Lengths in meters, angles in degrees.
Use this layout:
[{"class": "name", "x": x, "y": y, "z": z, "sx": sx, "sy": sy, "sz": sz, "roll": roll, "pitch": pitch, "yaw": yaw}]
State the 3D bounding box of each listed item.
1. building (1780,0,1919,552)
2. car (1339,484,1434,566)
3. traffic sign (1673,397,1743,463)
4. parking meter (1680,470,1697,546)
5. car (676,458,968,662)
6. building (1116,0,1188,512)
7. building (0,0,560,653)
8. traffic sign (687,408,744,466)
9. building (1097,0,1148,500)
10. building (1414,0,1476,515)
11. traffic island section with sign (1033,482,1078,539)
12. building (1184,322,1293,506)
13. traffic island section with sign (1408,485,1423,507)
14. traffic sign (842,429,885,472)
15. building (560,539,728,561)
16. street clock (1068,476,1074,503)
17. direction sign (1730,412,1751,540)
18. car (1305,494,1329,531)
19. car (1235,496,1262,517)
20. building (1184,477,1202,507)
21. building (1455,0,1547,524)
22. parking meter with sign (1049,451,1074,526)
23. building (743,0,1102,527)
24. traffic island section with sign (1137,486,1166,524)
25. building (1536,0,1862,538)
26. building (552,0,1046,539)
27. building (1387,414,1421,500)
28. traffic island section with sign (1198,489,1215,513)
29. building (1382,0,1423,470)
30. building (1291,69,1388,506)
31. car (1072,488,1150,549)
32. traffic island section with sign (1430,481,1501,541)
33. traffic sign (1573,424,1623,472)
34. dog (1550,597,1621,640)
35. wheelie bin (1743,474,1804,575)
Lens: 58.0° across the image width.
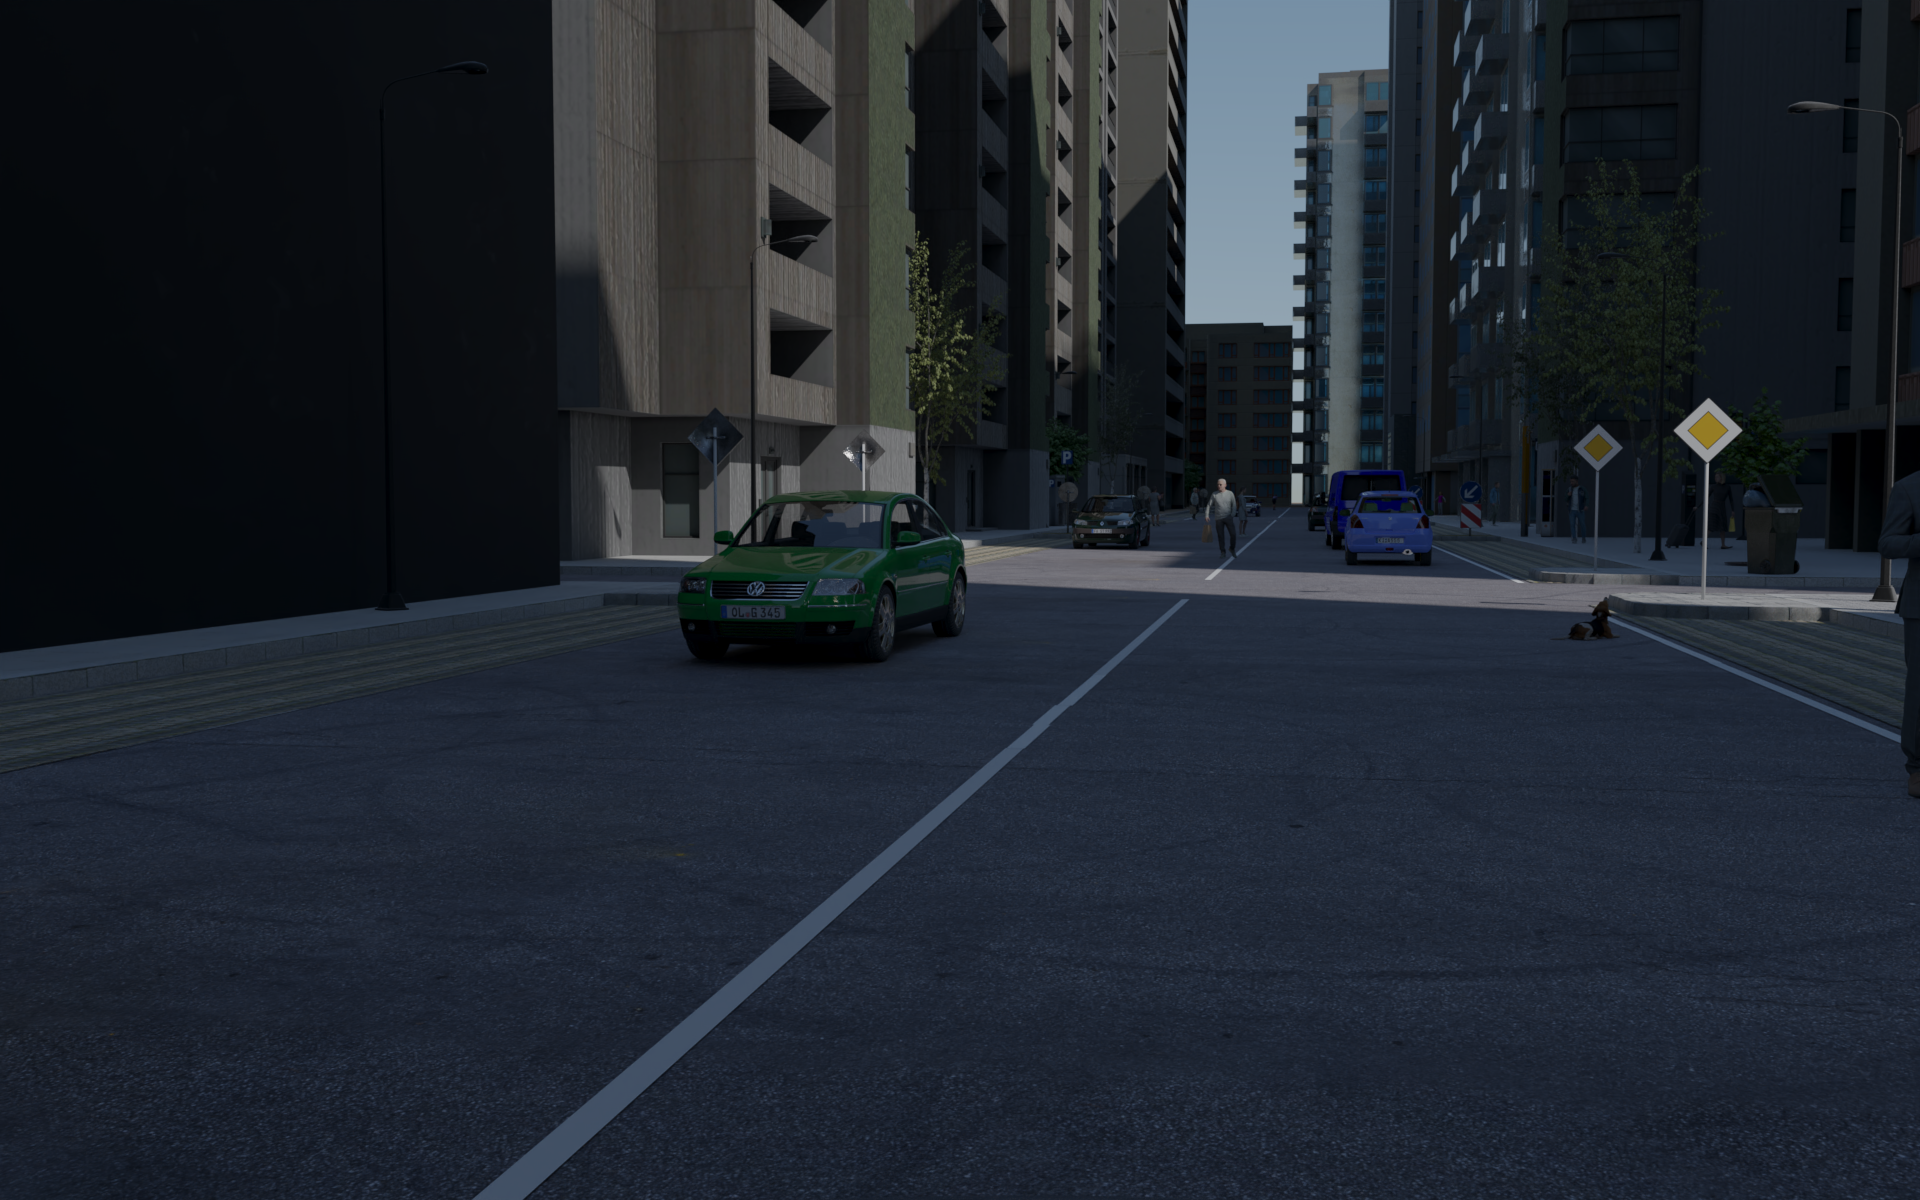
[{"class": "building", "x": 32.684, "y": -23.151, "z": 33.149, "sx": 28.867, "sy": 44.769, "sz": 22.147, "roll": 1, "pitch": 4, "yaw": 11}, {"class": "car", "x": 8.868, "y": -1.614, "z": 35.979, "sx": 1.945, "sy": 1.707, "sz": 3.694, "roll": 1, "pitch": 4, "yaw": 12}, {"class": "traffic sign", "x": 9.035, "y": -1.146, "z": 20.928, "sx": 0.795, "sy": 2.593, "sz": 0.064, "roll": 1, "pitch": 4, "yaw": 11}, {"class": "parking meter", "x": 17.912, "y": -2.256, "z": 42.590, "sx": 0.255, "sy": 1.863, "sz": 0.399, "roll": 0, "pitch": 4, "yaw": 5}, {"class": "car", "x": -1.161, "y": -0.458, "z": 16.292, "sx": 1.959, "sy": 1.807, "sz": 4.718, "roll": 1, "pitch": 4, "yaw": 13}, {"class": "building", "x": 6.585, "y": -31.449, "z": 137.888, "sx": 21.300, "sy": 48.544, "sz": 21.600, "roll": 1, "pitch": 4, "yaw": 11}, {"class": "building", "x": -14.598, "y": -11.595, "z": 19.259, "sx": 15.834, "sy": 23.373, "sz": 12.332, "roll": 1, "pitch": 4, "yaw": 11}, {"class": "traffic sign", "x": -3.312, "y": -1.298, "z": 23.405, "sx": 0.795, "sy": 2.593, "sz": 0.064, "roll": 1, "pitch": 4, "yaw": 11}, {"class": "building", "x": 2.181, "y": -41.489, "z": 116.592, "sx": 20.563, "sy": 71.187, "sz": 20.611, "roll": 1, "pitch": 4, "yaw": 11}, {"class": "building", "x": 36.644, "y": -28.089, "z": 109.360, "sx": 14.600, "sy": 45.320, "sz": 14.200, "roll": 1, "pitch": 4, "yaw": 11}, {"class": "traffic island section with sign", "x": 3.500, "y": -2.901, "z": 56.058, "sx": 1.989, "sy": 1.847, "sz": 2.006, "roll": 1, "pitch": 4, "yaw": 11}, {"class": "building", "x": 23.989, "y": -21.831, "z": 201.980, "sx": 28.899, "sy": 21.520, "sz": 27.650, "roll": 1, "pitch": 4, "yaw": 11}, {"class": "traffic island section with sign", "x": 20.768, "y": -4.340, "z": 79.582, "sx": 1.989, "sy": 1.847, "sz": 2.006, "roll": 1, "pitch": 4, "yaw": 11}, {"class": "traffic sign", "x": -1.749, "y": -1.776, "z": 31.236, "sx": 0.795, "sy": 2.593, "sz": 0.064, "roll": 1, "pitch": 4, "yaw": 11}, {"class": "building", "x": -9.386, "y": -16.334, "z": 38.759, "sx": 14.160, "sy": 30.474, "sz": 14.107, "roll": 1, "pitch": 4, "yaw": 11}, {"class": "street clock", "x": 4.465, "y": -4.005, "z": 70.044, "sx": 0.358, "sy": 2.002, "sz": 0.471, "roll": 1, "pitch": 4, "yaw": 13}, {"class": "direction sign", "x": 21.796, "y": -3.431, "z": 48.088, "sx": 0.876, "sy": 3.537, "sz": 0.379, "roll": 1, "pitch": 4, "yaw": 10}, {"class": "car", "x": 14.547, "y": -3.559, "z": 67.975, "sx": 2.009, "sy": 1.686, "sz": 4.222, "roll": 1, "pitch": 4, "yaw": 11}, {"class": "car", "x": 18.250, "y": -5.979, "z": 110.334, "sx": 1.945, "sy": 1.354, "sz": 3.894, "roll": 1, "pitch": 4, "yaw": 11}, {"class": "building", "x": 8.896, "y": -31.605, "z": 171.366, "sx": 28.867, "sy": 44.769, "sz": 22.147, "roll": 1, "pitch": 4, "yaw": 11}, {"class": "building", "x": 36.159, "y": -28.410, "z": 84.112, "sx": 23.786, "sy": 49.044, "sz": 30.456, "roll": 1, "pitch": 4, "yaw": 11}, {"class": "parking meter with sign", "x": 3.805, "y": -4.447, "z": 68.974, "sx": 0.543, "sy": 3.016, "sz": 1.738, "roll": 3, "pitch": 4, "yaw": 38}, {"class": "building", "x": -1.113, "y": -18.985, "z": 82.114, "sx": 14.160, "sy": 30.474, "sz": 14.107, "roll": 1, "pitch": 4, "yaw": 11}, {"class": "traffic island section with sign", "x": 8.787, "y": -4.518, "z": 82.492, "sx": 1.989, "sy": 1.847, "sz": 2.006, "roll": 1, "pitch": 4, "yaw": 11}, {"class": "building", "x": 25.956, "y": -17.381, "z": 55.888, "sx": 14.160, "sy": 30.474, "sz": 14.107, "roll": 1, "pitch": 4, "yaw": 11}, {"class": "building", "x": -4.801, "y": -17.654, "z": 60.347, "sx": 14.160, "sy": 30.474, "sz": 14.107, "roll": 1, "pitch": 4, "yaw": 11}, {"class": "building", "x": 44.839, "y": -49.980, "z": 129.840, "sx": 22.319, "sy": 86.520, "sz": 31.000, "roll": 1, "pitch": 4, "yaw": 11}, {"class": "traffic island section with sign", "x": 18.514, "y": -7.498, "z": 131.215, "sx": 1.989, "sy": 1.847, "sz": 2.006, "roll": 1, "pitch": 4, "yaw": 11}, {"class": "building", "x": 50.156, "y": -37.788, "z": 159.835, "sx": 21.231, "sy": 58.520, "sz": 28.212, "roll": 1, "pitch": 4, "yaw": 11}, {"class": "building", "x": 52.853, "y": -35.140, "z": 194.144, "sx": 30.456, "sy": 49.044, "sz": 23.786, "roll": 1, "pitch": 4, "yaw": 11}, {"class": "car", "x": 4.083, "y": -2.244, "z": 46.480, "sx": 2.009, "sy": 1.686, "sz": 4.222, "roll": 1, "pitch": 4, "yaw": 12}, {"class": "traffic island section with sign", "x": 15.491, "y": -2.723, "z": 53.146, "sx": 1.989, "sy": 1.847, "sz": 2.006, "roll": 1, "pitch": 4, "yaw": 11}, {"class": "traffic sign", "x": 10.599, "y": -1.625, "z": 28.759, "sx": 0.795, "sy": 2.593, "sz": 0.064, "roll": 1, "pitch": 4, "yaw": 11}, {"class": "dog", "x": 6.193, "y": 0.185, "z": 17.166, "sx": 0.748, "sy": 0.427, "sz": 0.550, "roll": 1, "pitch": 4, "yaw": 10}, {"class": "wheelie bin", "x": 12.991, "y": -1.215, "z": 27.775, "sx": 0.980, "sy": 1.594, "sz": 0.693, "roll": -1, "pitch": 4, "yaw": -22}]
